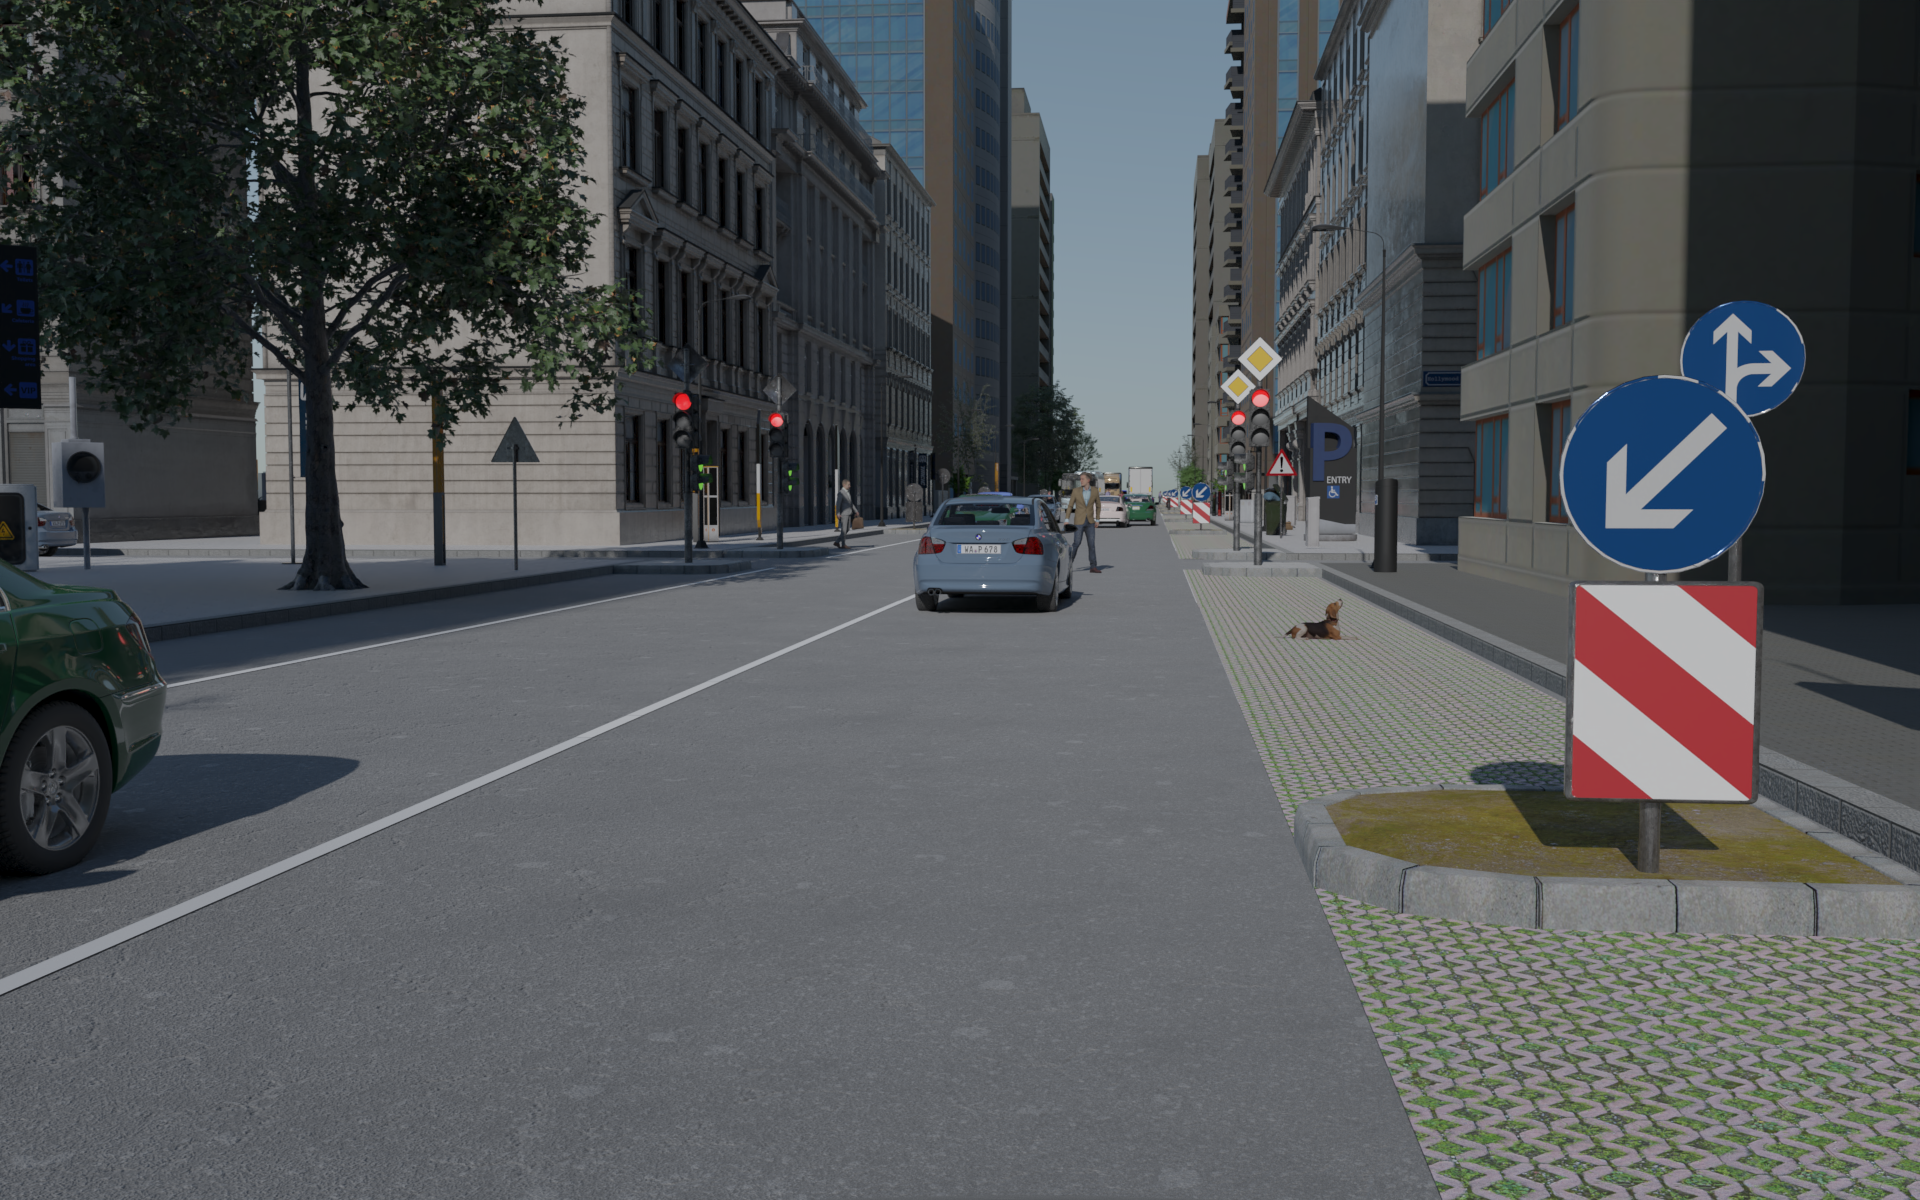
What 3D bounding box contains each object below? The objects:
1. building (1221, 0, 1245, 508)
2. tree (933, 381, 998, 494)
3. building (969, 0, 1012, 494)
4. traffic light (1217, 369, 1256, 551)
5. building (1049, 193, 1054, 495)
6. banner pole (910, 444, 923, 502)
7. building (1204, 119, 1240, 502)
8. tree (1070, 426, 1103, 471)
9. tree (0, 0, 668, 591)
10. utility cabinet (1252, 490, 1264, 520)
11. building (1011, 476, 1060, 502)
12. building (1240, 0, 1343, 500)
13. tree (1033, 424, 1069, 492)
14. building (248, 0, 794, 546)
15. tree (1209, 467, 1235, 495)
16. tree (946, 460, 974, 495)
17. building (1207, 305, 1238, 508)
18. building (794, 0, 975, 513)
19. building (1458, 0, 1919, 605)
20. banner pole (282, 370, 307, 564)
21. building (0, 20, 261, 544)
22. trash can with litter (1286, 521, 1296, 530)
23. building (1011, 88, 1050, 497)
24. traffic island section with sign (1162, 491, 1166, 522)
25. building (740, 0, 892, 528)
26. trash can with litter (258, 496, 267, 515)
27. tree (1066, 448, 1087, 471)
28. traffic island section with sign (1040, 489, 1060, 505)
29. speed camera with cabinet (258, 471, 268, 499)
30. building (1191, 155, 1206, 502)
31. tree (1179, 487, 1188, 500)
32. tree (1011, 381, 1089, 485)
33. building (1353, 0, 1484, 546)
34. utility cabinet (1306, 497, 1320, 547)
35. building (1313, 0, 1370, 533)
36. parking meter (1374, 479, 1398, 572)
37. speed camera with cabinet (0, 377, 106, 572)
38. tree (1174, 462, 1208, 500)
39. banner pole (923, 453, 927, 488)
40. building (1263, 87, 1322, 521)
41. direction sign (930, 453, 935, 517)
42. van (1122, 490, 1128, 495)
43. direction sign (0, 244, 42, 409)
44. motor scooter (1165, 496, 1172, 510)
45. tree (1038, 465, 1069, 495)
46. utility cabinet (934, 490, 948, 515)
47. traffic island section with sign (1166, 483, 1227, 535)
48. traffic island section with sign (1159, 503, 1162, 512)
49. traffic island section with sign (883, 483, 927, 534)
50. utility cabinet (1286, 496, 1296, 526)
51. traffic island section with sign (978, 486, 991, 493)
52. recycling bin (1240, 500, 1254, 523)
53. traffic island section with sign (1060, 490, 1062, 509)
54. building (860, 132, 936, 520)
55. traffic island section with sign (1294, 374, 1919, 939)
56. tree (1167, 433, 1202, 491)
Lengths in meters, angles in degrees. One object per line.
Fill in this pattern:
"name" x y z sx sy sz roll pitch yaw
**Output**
"building" 32.900 -29.796 141.785 22.147 44.769 28.867 0 4 6
"tree" 0.573 -9.724 109.347 4.360 8.622 3.978 0 3 0
"building" -7.313 -36.820 144.010 21.231 58.520 28.212 0 4 6
"traffic light" 6.230 -3.065 39.030 0.839 4.253 0.868 0 4 6
"building" 5.032 -33.386 229.454 14.154 41.232 14.086 0 4 6
"banner pole" -2.349 -5.939 87.116 0.401 3.779 0.863 -2 4 -27
"building" 41.515 -36.025 212.706 21.300 48.544 21.600 0 4 6
"tree" 17.957 -20.850 266.656 9.928 11.665 9.643 0 3 0
"tree" -8.724 -6.487 23.078 9.611 12.733 9.660 0 3 0
"utility cabinet" 14.741 -4.649 84.691 1.173 1.500 0.318 -3 5 -40
"building" -1.463 -34.127 249.864 32.217 40.220 23.993 0 4 6
"building" 27.053 -28.788 120.791 14.600 45.320 14.200 0 4 6
"tree" 9.369 -14.105 180.977 4.360 8.622 3.978 0 3 0
"building" -12.135 -11.459 51.987 10.561 19.102 19.286 0 4 6
"tree" 16.673 -7.000 109.043 1.663 3.219 1.824 0 3 0
"tree" 0.047 -6.377 98.861 1.663 3.219 1.824 0 3 0
"building" 38.964 -19.954 171.288 27.650 21.520 28.899 0 4 6
"building" -6.551 -28.900 122.632 14.600 45.320 14.200 0 4 6
"building" 20.525 -10.251 12.649 27.650 21.520 28.899 0 4 6
"banner pole" -12.048 -2.555 31.796 0.863 3.779 0.401 -3 4 -39
"building" -31.135 -12.259 49.585 18.267 20.994 9.793 0 4 6
"trash can with litter" 11.435 -3.091 61.933 1.055 1.170 0.624 0 4 -7
"building" -0.300 -35.959 211.623 21.300 48.544 21.600 0 4 6
"traffic island section with sign" 11.467 -4.899 88.726 1.989 1.847 2.006 0 4 6
"building" -11.276 -14.211 74.154 13.314 21.916 24.055 0 4 6
"trash can with litter" -22.764 -2.849 57.639 1.678 1.210 2.233 1 4 21
"tree" 14.803 -17.171 231.110 4.737 8.622 4.395 0 3 0
"traffic island section with sign" 6.796 -7.979 139.088 1.989 1.847 2.006 0 4 6
"speed camera with cabinet" -27.810 -4.714 71.402 2.038 3.252 0.660 -3 4 -38
"building" 42.421 -37.345 234.298 21.300 48.544 21.600 0 4 6
"tree" 32.983 -15.725 251.699 1.663 3.219 1.824 0 3 0
"tree" 9.422 -17.458 192.095 9.857 13.997 8.962 0 3 0
"building" 28.744 -13.853 45.587 34.723 24.649 14.460 0 4 6
"utility cabinet" 8.658 -1.921 42.568 0.306 1.237 1.020 1 4 9
"building" 18.506 -13.063 62.730 9.793 20.994 18.267 0 4 6
"parking meter" 7.002 -1.227 28.466 0.372 1.533 0.369 0 3 0
"speed camera with cabinet" -15.359 -2.104 28.733 2.038 3.252 0.660 -3 5 -43
"tree" 23.312 -11.690 174.842 4.285 4.588 4.351 0 3 0
"banner pole" -2.146 -6.303 93.079 0.863 3.779 0.401 -1 4 -19
"building" 21.499 -14.750 92.071 10.553 20.767 40.483 0 4 6
"direction sign" -1.496 -6.315 95.249 0.379 3.537 0.876 -1 4 -17
"van" 24.757 -15.956 265.262 2.240 2.365 5.245 0 4 7
"direction sign" -8.807 -1.450 15.704 0.876 3.537 0.379 -3 4 -38
"motor scooter" 17.967 -8.327 148.930 0.815 1.314 1.986 1 4 8
"tree" 12.128 -13.585 205.832 4.285 4.588 4.351 0 3 0
"utility cabinet" -1.104 -5.721 102.220 0.318 1.500 1.173 2 4 28
"traffic island section with sign" 8.440 -3.235 61.524 1.989 1.847 2.006 0 4 6
"traffic island section with sign" 16.897 -7.885 137.544 1.989 1.847 2.006 0 4 6
"traffic island section with sign" -1.669 -3.327 63.022 1.989 1.847 2.006 0 4 6
"utility cabinet" 13.214 -3.648 70.803 1.020 1.237 0.306 2 4 24
"traffic island section with sign" 1.302 -4.965 89.814 1.989 1.847 2.006 0 4 6
"recycling bin" 12.871 -3.914 76.542 0.722 1.027 0.722 -3 5 -41
"traffic island section with sign" 9.841 -9.659 166.547 1.989 1.847 2.006 0 4 6
"building" -7.278 -15.052 95.247 9.793 20.994 18.267 0 4 6
"traffic island section with sign" 2.319 0.126 6.567 1.989 1.847 2.006 0 4 6
"tree" 27.131 -15.713 207.261 4.360 8.622 3.978 0 3 0
